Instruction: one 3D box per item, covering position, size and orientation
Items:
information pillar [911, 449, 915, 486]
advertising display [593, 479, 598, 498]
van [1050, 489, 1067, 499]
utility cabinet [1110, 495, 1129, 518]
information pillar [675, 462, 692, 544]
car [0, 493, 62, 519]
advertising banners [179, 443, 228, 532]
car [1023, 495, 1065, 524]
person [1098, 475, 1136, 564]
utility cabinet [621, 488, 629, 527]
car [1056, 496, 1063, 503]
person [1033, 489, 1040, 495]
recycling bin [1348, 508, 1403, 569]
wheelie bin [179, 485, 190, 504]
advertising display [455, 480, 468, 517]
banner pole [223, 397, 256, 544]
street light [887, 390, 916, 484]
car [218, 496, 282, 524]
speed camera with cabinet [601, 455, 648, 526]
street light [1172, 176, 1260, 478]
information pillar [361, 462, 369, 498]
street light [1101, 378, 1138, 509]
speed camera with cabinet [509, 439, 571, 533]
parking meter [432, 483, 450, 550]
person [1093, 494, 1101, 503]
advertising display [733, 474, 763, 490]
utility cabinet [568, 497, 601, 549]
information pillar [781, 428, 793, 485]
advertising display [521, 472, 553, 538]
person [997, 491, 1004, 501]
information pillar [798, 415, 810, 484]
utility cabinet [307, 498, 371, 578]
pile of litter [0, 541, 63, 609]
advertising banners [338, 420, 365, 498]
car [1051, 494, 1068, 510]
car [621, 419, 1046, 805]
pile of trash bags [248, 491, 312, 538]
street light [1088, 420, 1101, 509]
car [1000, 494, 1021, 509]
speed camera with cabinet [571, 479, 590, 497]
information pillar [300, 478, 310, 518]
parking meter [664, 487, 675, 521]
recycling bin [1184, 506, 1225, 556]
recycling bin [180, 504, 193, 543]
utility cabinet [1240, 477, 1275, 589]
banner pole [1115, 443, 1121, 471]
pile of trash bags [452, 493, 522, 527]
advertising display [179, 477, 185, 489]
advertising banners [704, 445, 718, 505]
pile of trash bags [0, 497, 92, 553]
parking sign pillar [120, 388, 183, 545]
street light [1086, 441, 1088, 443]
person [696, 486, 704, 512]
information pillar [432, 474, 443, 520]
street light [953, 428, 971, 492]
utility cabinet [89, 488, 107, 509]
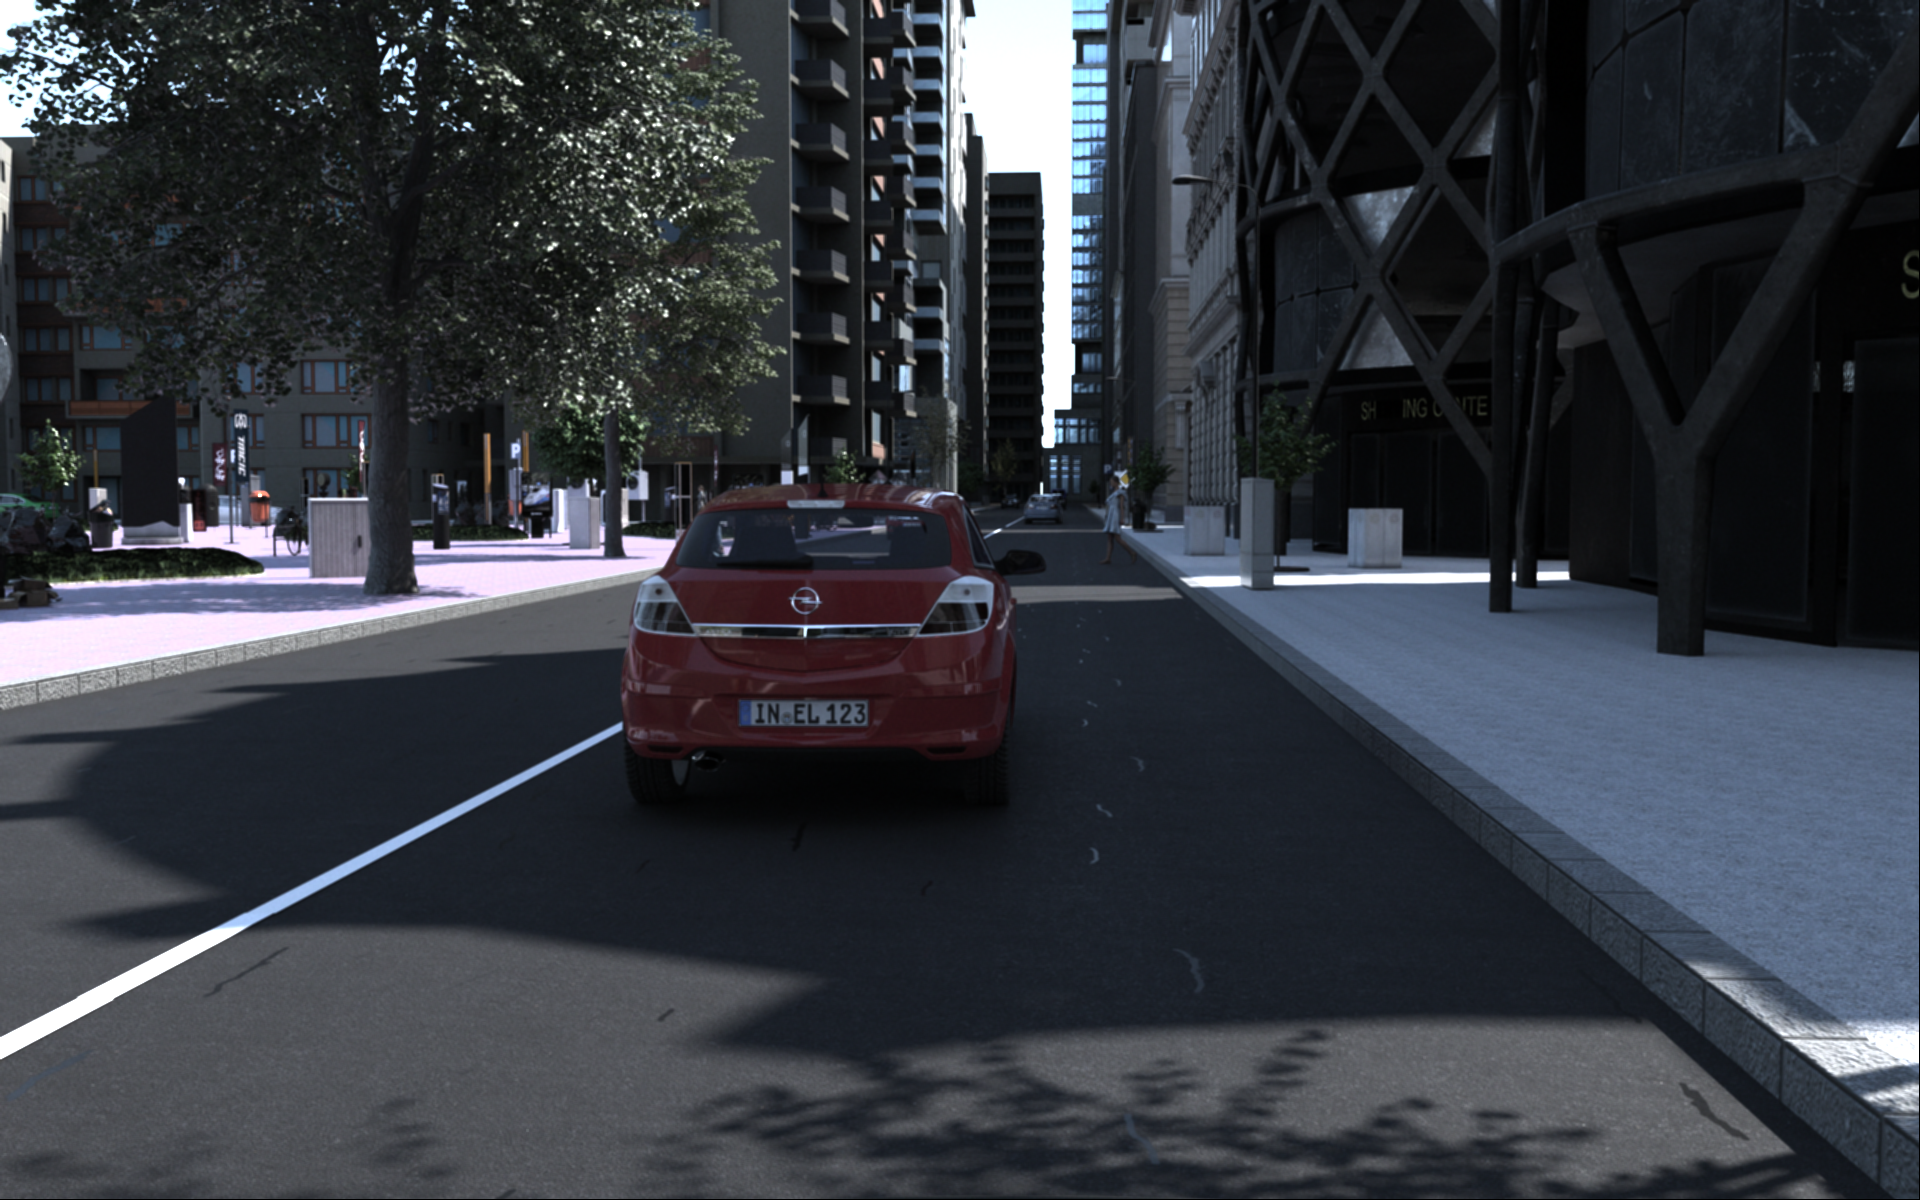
[{"bbox_3d":[-2.459,-6.107,91.200,0.183,3.616,0.504,-1,4,-22],"label":"information pillar"},{"bbox_3d":[-13.698,-3.574,63.641,0.123,1.923,0.974,3,4,36],"label":"advertising display"},{"bbox_3d":[12.370,-13.039,217.566,2.240,2.365,5.245,0,4,3],"label":"van"},{"bbox_3d":[8.631,-5.034,93.475,1.020,1.237,0.306,-1,4,-16],"label":"utility cabinet"},{"bbox_3d":[-6.458,-2.199,40.448,0.304,2.012,0.304,-2,4,-30],"label":"information pillar"},{"bbox_3d":[-42.755,-4.199,77.448,4.718,1.807,1.959,0,4,3],"label":"car"},{"bbox_3d":[-25.952,-3.836,58.901,2.074,3.025,0.090,-2,4,-23],"label":"advertising banners"},{"bbox_3d":[4.054,-4.401,83.961,2.014,1.417,4.499,0,4,5],"label":"car"},{"bbox_3d":[3.218,-1.646,35.500,0.778,1.811,0.616,0,4,-5],"label":"person"},{"bbox_3d":[-12.378,-3.319,62.943,0.318,1.500,1.173,1,4,9],"label":"utility cabinet"},{"bbox_3d":[5.820,-6.325,115.780,2.083,1.381,4.827,0,4,4],"label":"car"},{"bbox_3d":[5.631,-7.313,128.266,0.606,1.804,0.583,-1,4,-14],"label":"person"},{"bbox_3d":[7.213,-1.073,30.099,0.722,1.027,0.722,-1,4,-11],"label":"recycling bin"},{"bbox_3d":[-27.514,-3.246,60.975,0.693,1.594,0.980,-3,5,-42],"label":"wheelie bin"},{"bbox_3d":[-22.646,-4.492,78.657,0.123,1.923,0.974,1,4,12],"label":"advertising display"},{"bbox_3d":[-18.688,-3.349,44.780,0.401,3.779,0.863,2,4,26],"label":"banner pole"},{"bbox_3d":[-2.679,-6.428,77.644,1.470,5.913,1.316,0,4,4],"label":"street light"},{"bbox_3d":[-31.280,-3.821,74.836,4.827,1.381,2.083,0,4,4],"label":"car"},{"bbox_3d":[-13.367,-4.562,68.927,2.038,3.252,0.660,2,4,31],"label":"speed camera with cabinet"},{"bbox_3d":[3.790,-3.233,25.400,1.470,5.913,1.316,0,4,4],"label":"street light"},{"bbox_3d":[-13.363,-2.125,39.234,0.304,2.012,0.304,-2,4,-28],"label":"information pillar"},{"bbox_3d":[6.505,-5.911,69.181,1.470,5.913,1.316,0,4,4],"label":"street light"},{"bbox_3d":[-15.122,-4.151,62.197,2.038,3.252,0.660,-1,4,-13],"label":"speed camera with cabinet"},{"bbox_3d":[-12.043,-1.944,40.200,0.372,1.533,0.369,0,3,0],"label":"parking meter"},{"bbox_3d":[18.504,-13.646,232.428,1.217,1.723,0.721,1,4,13],"label":"person"},{"bbox_3d":[-6.763,-3.065,55.324,0.974,1.923,0.123,-2,4,-24],"label":"advertising display"},{"bbox_3d":[-8.785,-1.798,40.552,0.306,1.237,1.020,-3,5,-40],"label":"utility cabinet"},{"bbox_3d":[-6.134,-4.294,61.568,0.504,3.616,0.183,2,4,33],"label":"information pillar"},{"bbox_3d":[-12.273,-2.755,50.259,0.974,1.923,0.123,1,4,17],"label":"advertising display"},{"bbox_3d":[5.694,-13.851,234.599,1.348,1.869,0.705,2,4,25],"label":"person"},{"bbox_3d":[-4.625,-3.679,51.505,0.183,3.616,0.504,-3,5,-41],"label":"information pillar"},{"bbox_3d":[-9.464,-0.947,26.646,1.020,1.237,0.306,-2,4,-32],"label":"utility cabinet"},{"bbox_3d":[-10.937,-0.365,19.932,1.176,0.858,1.719,1,4,11],"label":"pile of litter"},{"bbox_3d":[-14.115,-2.697,40.285,0.090,3.025,2.074,0,4,-2],"label":"advertising banners"},{"bbox_3d":[8.946,-9.188,160.010,2.009,1.686,4.222,0,4,3],"label":"car"},{"bbox_3d":[-0.598,-0.028,9.492,2.155,1.783,4.494,0,4,2],"label":"car"},{"bbox_3d":[-19.846,-2.581,51.953,1.912,1.369,3.447,2,4,27],"label":"pile of trash bags"},{"bbox_3d":[8.957,-8.339,108.882,1.470,5.913,1.316,0,4,4],"label":"street light"},{"bbox_3d":[4.868,-9.643,167.447,2.009,1.686,4.222,0,4,3],"label":"car"},{"bbox_3d":[-24.862,-7.307,113.798,2.038,3.252,0.660,1,4,22],"label":"speed camera with cabinet"},{"bbox_3d":[-30.228,-4.616,79.958,0.304,2.012,0.304,-3,5,-41],"label":"information pillar"},{"bbox_3d":[-9.850,-3.086,58.865,0.372,1.533,0.369,0,3,0],"label":"parking meter"},{"bbox_3d":[5.115,-1.451,36.280,0.722,1.027,0.722,0,4,-5],"label":"recycling bin"},{"bbox_3d":[-20.641,-2.021,45.596,0.722,1.027,0.722,-1,4,-16],"label":"recycling bin"},{"bbox_3d":[4.062,-0.914,23.626,0.318,1.500,1.173,0,4,2],"label":"utility cabinet"},{"bbox_3d":[7.697,-5.783,84.571,0.401,3.779,0.863,-1,4,-20],"label":"banner pole"},{"bbox_3d":[-18.243,-3.538,67.598,3.447,1.369,1.912,3,4,37],"label":"pile of trash bags"},{"bbox_3d":[-28.818,-3.593,63.959,0.123,1.923,0.974,0,4,-6],"label":"advertising display"},{"bbox_3d":[-8.930,-4.034,62.138,0.090,3.025,2.074,-1,4,-21],"label":"advertising banners"},{"bbox_3d":[-16.990,-1.258,30.316,1.912,1.369,3.447,1,4,14],"label":"pile of trash bags"},{"bbox_3d":[-20.493,-3.385,43.821,1.447,3.967,1.447,-1,4,-21],"label":"parking sign pillar"},{"bbox_3d":[11.748,-10.985,152.140,1.470,5.913,1.316,0,4,4],"label":"street light"},{"bbox_3d":[-11.208,-3.993,74.054,0.573,1.790,0.520,-1,4,-11],"label":"person"},{"bbox_3d":[-19.520,-3.686,64.752,0.304,2.012,0.304,2,4,30],"label":"information pillar"},{"bbox_3d":[0.058,-9.100,121.326,1.470,5.913,1.316,0,4,4],"label":"street light"},{"bbox_3d":[-32.524,-3.469,65.404,0.318,1.500,1.173,-1,4,-11],"label":"utility cabinet"}]
